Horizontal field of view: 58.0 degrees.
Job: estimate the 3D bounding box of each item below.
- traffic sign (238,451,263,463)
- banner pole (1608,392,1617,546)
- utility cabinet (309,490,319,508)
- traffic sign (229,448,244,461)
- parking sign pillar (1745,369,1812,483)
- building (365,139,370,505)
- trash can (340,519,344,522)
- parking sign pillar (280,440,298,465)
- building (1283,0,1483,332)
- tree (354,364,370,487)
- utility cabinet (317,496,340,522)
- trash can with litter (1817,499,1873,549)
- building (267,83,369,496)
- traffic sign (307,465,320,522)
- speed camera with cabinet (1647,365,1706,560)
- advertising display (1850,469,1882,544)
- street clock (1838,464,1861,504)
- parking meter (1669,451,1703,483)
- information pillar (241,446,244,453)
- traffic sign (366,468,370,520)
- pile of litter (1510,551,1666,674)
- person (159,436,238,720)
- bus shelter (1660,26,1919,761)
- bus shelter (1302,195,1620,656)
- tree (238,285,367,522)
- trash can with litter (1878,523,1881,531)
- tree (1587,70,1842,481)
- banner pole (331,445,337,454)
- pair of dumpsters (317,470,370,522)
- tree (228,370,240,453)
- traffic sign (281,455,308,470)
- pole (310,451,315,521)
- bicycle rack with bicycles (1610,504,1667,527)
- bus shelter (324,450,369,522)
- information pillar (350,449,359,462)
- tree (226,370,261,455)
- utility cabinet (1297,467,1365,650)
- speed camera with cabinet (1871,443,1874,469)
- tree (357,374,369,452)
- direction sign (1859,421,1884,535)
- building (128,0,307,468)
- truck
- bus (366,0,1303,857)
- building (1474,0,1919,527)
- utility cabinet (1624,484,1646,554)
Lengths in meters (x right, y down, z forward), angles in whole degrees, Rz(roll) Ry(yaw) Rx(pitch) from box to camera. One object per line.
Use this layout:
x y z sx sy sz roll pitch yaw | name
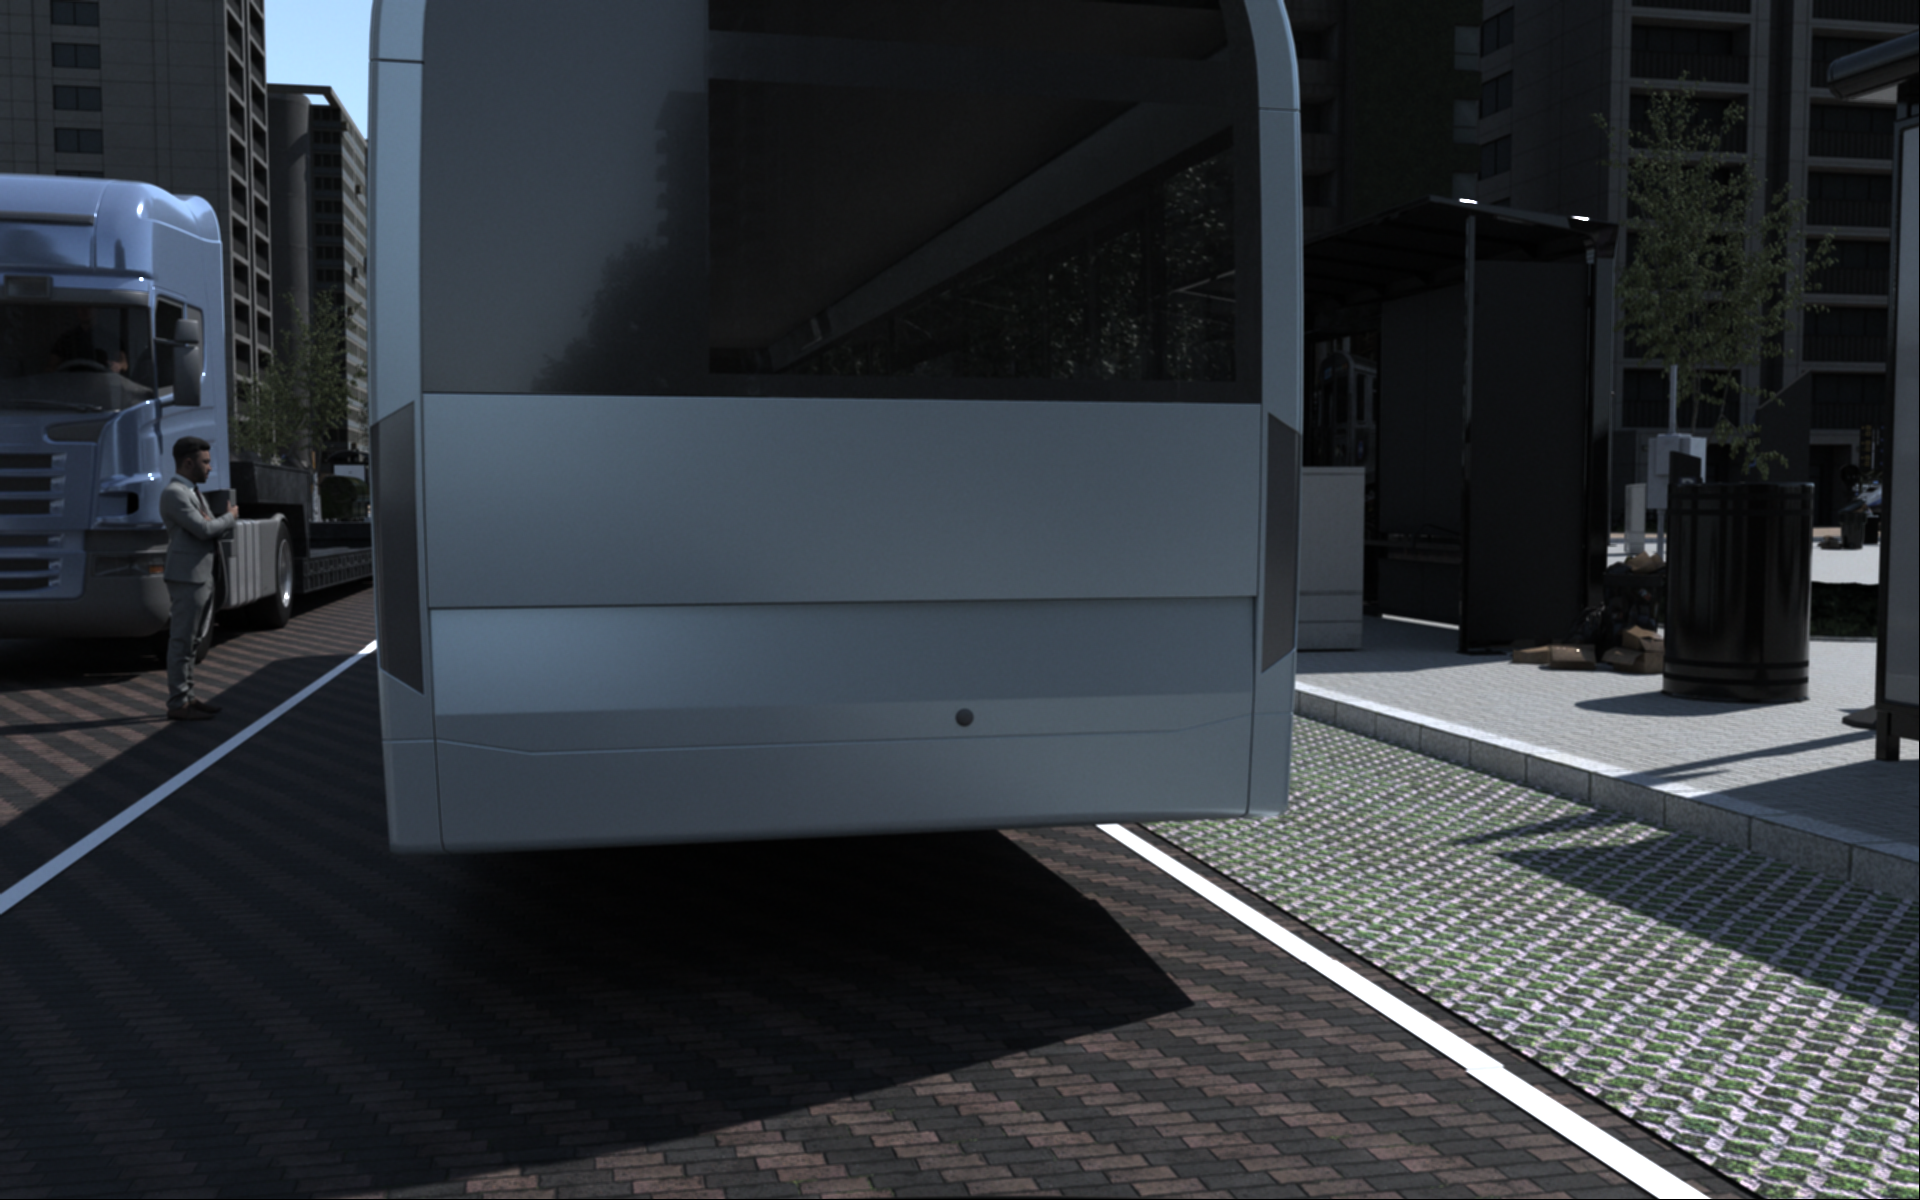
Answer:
-20.949 -3.116 51.057 0.768 2.556 0.104 -1 4 -12 | traffic sign
16.088 -3.230 42.831 0.401 3.779 0.863 1 4 23 | banner pole
-33.221 -4.856 88.066 1.173 1.500 0.318 -2 4 -31 | utility cabinet
-15.323 -1.997 36.290 0.795 2.450 0.064 -1 4 -12 | traffic sign
17.677 -2.996 37.462 1.447 3.967 1.447 -1 4 -15 | parking sign pillar
-76.125 -34.332 215.952 28.867 44.769 22.147 -1 4 -12 | building
-27.310 -3.926 75.844 0.748 1.137 0.748 0 3 0 | trash can
-32.661 -5.866 84.377 1.447 3.967 1.447 0 4 -2 | parking sign pillar
10.076 -17.999 65.992 14.107 30.474 14.160 -1 4 -12 | building
-30.450 -8.705 92.684 4.360 8.622 3.978 0 3 0 | tree
-27.138 -3.860 74.266 0.306 1.237 1.020 3 5 42 | utility cabinet
20.528 -1.761 40.187 1.055 1.170 0.624 -1 4 -9 | trash can with litter
-67.649 -28.640 160.145 23.993 40.220 32.217 -1 4 -12 | building
-25.737 -4.126 68.642 0.795 2.450 0.064 0 4 -8 | traffic sign
11.550 -1.954 26.287 0.660 3.252 2.038 -3 5 -42 | speed camera with cabinet
23.389 -2.401 44.474 0.974 1.923 0.123 1 4 16 | advertising display
21.760 -2.315 42.416 0.471 2.002 0.358 1 4 17 | street clock
9.858 -1.091 23.552 0.399 1.863 0.255 0 4 8 | parking meter
-34.846 -5.681 84.235 0.183 3.616 0.504 -2 4 -30 | information pillar
-29.578 -5.283 86.383 0.884 2.594 0.081 0 4 -3 | traffic sign
4.856 0.071 12.798 1.176 0.858 1.719 -1 4 -19 | pile of litter
-4.873 -0.149 11.121 0.466 1.800 0.511 -2 4 -25 | person
5.509 -1.794 6.964 2.179 5.291 8.768 -1 4 -12 | bus shelter
3.888 -1.564 16.851 1.731 3.624 6.357 -1 4 -12 | bus shelter
-22.864 -6.771 61.067 4.737 8.622 4.395 0 3 0 | tree
32.179 -2.979 60.100 1.055 1.170 0.624 1 4 18 | trash can with litter
12.861 -4.894 30.378 4.737 8.622 4.395 0 3 0 | tree
-31.988 -6.047 88.891 0.863 3.779 0.401 1 4 16 | banner pole
-24.285 -4.021 68.230 1.574 2.255 4.437 -1 4 -12 | pair of dumpsters
-39.467 -9.017 97.785 4.737 8.622 4.395 0 3 0 | tree
-16.983 -2.475 44.101 0.795 2.450 0.064 -1 4 -12 | traffic sign
-30.931 -5.443 82.830 0.158 3.312 0.155 0 3 0 | pole
24.199 -2.975 62.018 2.852 0.926 2.925 -1 4 -10 | bicycle rack with bicycles
-28.616 -5.388 82.016 2.014 3.302 5.546 -1 4 -12 | bus shelter
-31.095 -5.973 89.017 0.183 3.616 0.504 3 5 42 | information pillar
-44.225 -9.396 103.994 4.360 8.622 3.978 0 3 0 | tree
2.677 -0.333 14.131 1.173 1.500 0.318 -1 4 -9 | utility cabinet
35.794 -4.426 66.706 2.038 3.252 0.660 1 4 12 | speed camera with cabinet
-34.318 -11.903 111.623 9.611 12.733 9.660 0 3 0 | tree
28.521 -3.793 54.017 0.876 3.537 0.379 2 4 30 | direction sign
-58.139 -41.800 121.684 20.563 71.187 20.611 -1 4 -12 | building
-9.015 -1.923 21.202 2.967 4.110 18.799 -1 4 -12 | truck
-1.784 -0.994 11.111 2.948 3.499 13.247 -1 4 -13 | bus
33.635 -38.998 75.875 20.611 71.187 20.563 -1 4 -12 | building
14.344 -1.722 36.840 0.318 1.500 1.173 1 4 16 | utility cabinet
